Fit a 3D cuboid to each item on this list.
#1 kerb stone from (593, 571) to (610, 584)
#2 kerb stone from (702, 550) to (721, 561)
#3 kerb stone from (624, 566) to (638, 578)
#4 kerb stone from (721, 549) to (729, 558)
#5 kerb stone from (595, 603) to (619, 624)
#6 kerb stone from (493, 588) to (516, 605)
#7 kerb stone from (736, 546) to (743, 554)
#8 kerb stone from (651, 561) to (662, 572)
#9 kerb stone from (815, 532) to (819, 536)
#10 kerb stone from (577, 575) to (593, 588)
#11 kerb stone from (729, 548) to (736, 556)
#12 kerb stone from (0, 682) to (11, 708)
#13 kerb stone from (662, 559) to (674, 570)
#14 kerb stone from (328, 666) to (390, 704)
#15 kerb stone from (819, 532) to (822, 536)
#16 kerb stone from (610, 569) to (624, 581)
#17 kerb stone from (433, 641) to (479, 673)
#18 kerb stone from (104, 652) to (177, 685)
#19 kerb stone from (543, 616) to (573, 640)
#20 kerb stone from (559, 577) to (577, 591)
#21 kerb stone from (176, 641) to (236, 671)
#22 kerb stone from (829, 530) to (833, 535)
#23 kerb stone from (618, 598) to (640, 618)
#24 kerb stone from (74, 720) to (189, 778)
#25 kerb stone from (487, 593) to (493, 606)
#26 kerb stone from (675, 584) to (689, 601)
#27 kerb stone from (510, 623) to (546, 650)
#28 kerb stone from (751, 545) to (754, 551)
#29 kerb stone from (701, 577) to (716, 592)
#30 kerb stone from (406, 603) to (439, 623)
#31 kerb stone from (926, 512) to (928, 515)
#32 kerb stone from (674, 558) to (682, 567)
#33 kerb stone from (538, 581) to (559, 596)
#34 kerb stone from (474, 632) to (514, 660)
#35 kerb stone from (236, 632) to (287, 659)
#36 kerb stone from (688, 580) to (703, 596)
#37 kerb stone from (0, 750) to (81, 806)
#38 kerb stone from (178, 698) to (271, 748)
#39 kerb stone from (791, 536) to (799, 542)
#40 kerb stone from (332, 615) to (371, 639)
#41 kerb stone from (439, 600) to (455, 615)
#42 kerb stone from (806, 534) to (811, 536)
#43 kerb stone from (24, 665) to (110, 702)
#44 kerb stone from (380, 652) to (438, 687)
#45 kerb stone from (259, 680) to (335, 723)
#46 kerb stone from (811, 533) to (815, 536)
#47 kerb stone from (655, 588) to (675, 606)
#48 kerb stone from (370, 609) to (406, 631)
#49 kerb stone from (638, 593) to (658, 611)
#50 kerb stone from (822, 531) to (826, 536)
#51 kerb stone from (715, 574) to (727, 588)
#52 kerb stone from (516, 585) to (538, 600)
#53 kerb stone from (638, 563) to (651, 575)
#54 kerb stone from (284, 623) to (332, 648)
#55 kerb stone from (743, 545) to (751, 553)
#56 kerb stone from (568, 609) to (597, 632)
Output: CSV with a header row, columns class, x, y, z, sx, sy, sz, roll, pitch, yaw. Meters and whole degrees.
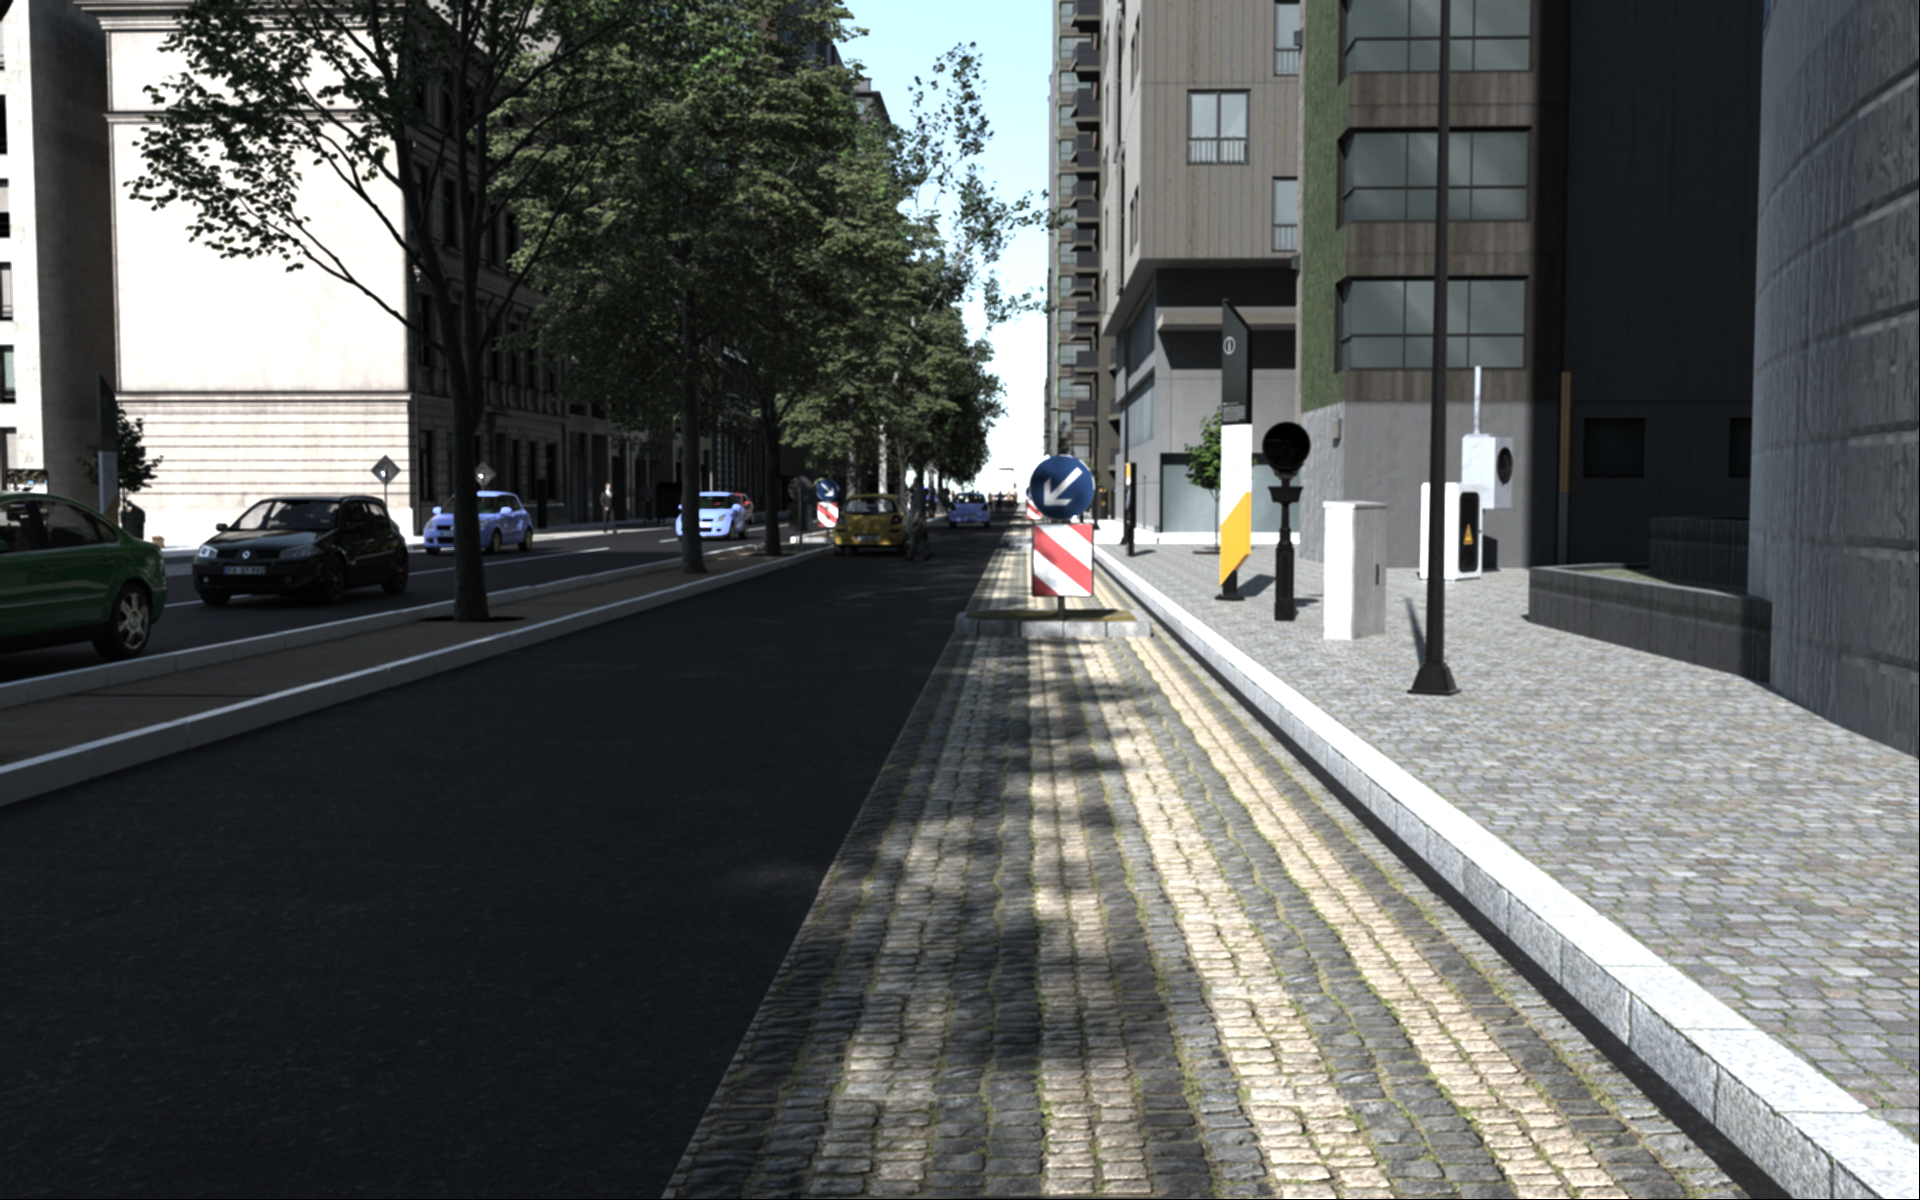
class,x,y,z,sx,sy,sz,roll,pitch,yaw
kerb stone,-5.823,-0.329,27.695,0.120,0.150,1.000,0,4,2
kerb stone,-5.446,-0.961,37.956,0.120,0.150,1.000,0,4,2
kerb stone,-5.747,-0.460,29.752,0.120,0.150,1.000,0,4,2
kerb stone,-5.400,-1.026,38.977,0.120,0.150,1.000,0,4,2
kerb stone,-4.033,0.167,19.461,0.120,0.150,1.000,0,4,2
kerb stone,-6.023,-0.023,22.576,0.120,0.150,1.000,0,4,2
kerb stone,-5.331,-1.152,41.028,0.120,0.150,1.000,0,4,2
kerb stone,-5.676,-0.587,31.800,0.120,0.150,1.000,0,4,2
kerb stone,-4.766,-2.058,55.908,0.120,0.150,1.000,0,4,2
kerb stone,-5.870,-0.274,26.671,0.120,0.150,1.000,0,4,2
kerb stone,-5.370,-1.089,39.999,0.120,0.150,1.000,0,4,2
kerb stone,-6.437,0.666,11.313,0.120,0.150,1.000,0,4,2
kerb stone,-5.631,-0.650,32.826,0.120,0.150,1.000,0,4,2
kerb stone,-4.307,0.608,12.298,0.120,0.150,1.000,0,4,2
kerb stone,-4.727,-2.124,56.929,0.120,0.150,1.000,0,4,2
kerb stone,-5.789,-0.398,28.716,0.120,0.150,1.000,0,4,2
kerb stone,-4.223,0.480,14.345,0.120,0.150,1.000,0,4,2
kerb stone,-6.368,0.540,13.373,0.120,0.150,1.000,0,4,2
kerb stone,-4.108,0.295,17.414,0.120,0.150,1.000,0,4,2
kerb stone,-5.899,-0.206,25.650,0.120,0.150,1.000,0,4,2
kerb stone,-6.324,0.479,14.395,0.120,0.150,1.000,0,4,2
kerb stone,-4.607,-2.312,59.996,0.120,0.150,1.000,0,4,2
kerb stone,-3.989,0.104,20.491,0.120,0.150,1.000,0,4,2
kerb stone,-4.423,0.793,9.230,0.120,0.150,1.000,0,4,2
kerb stone,-6.053,0.040,21.547,0.120,0.150,1.000,0,4,2
kerb stone,-3.879,-0.077,23.574,0.120,0.150,1.000,0,4,2
kerb stone,-4.143,0.358,16.392,0.120,0.150,1.000,0,4,2
kerb stone,-5.246,-1.278,43.089,0.120,0.150,1.000,0,4,2
kerb stone,-3.800,-0.209,25.617,0.120,0.150,1.000,0,4,2
kerb stone,-6.128,0.168,19.502,0.120,0.150,1.000,0,4,2
kerb stone,-2.183,-6.259,124.558,0.120,0.150,1.000,0,4,2
kerb stone,-5.593,-0.713,33.853,0.120,0.150,1.000,0,4,2
kerb stone,-5.938,-0.134,24.622,0.120,0.150,1.000,0,4,2
kerb stone,-4.191,0.417,15.371,0.120,0.150,1.000,0,4,2
kerb stone,-6.289,0.419,15.417,0.120,0.150,1.000,0,4,2
kerb stone,-3.842,-0.146,24.596,0.120,0.150,1.000,0,4,2
kerb stone,-4.455,0.856,8.207,0.120,0.150,1.000,0,4,2
kerb stone,-4.376,0.730,10.254,0.120,0.150,1.000,0,4,2
kerb stone,-4.930,-1.811,51.806,0.120,0.150,1.000,0,4,2
kerb stone,-6.209,0.290,17.459,0.120,0.150,1.000,0,4,2
kerb stone,-6.092,0.102,20.526,0.120,0.150,1.000,0,4,2
kerb stone,-4.840,-1.937,53.865,0.120,0.150,1.000,0,4,2
kerb stone,-6.403,0.603,12.340,0.120,0.150,1.000,0,4,2
kerb stone,-4.262,0.543,13.324,0.120,0.150,1.000,0,4,2
kerb stone,-4.344,0.668,11.276,0.120,0.150,1.000,0,4,2
kerb stone,-4.808,-1.999,54.887,0.120,0.150,1.000,0,4,2
kerb stone,-3.910,-0.021,22.547,0.120,0.150,1.000,0,4,2
kerb stone,-6.178,0.227,18.481,0.120,0.150,1.000,0,4,2
kerb stone,-3.952,0.046,21.520,0.120,0.150,1.000,0,4,2
kerb stone,-4.688,-2.187,57.950,0.120,0.150,1.000,0,4,2
kerb stone,-3.768,-0.272,26.639,0.120,0.150,1.000,0,4,2
kerb stone,-5.980,-0.086,23.597,0.120,0.150,1.000,0,4,2
kerb stone,-5.709,-0.523,30.773,0.120,0.150,1.000,0,4,2
kerb stone,-6.241,0.352,16.438,0.120,0.150,1.000,0,4,2
kerb stone,-5.283,-1.215,42.059,0.120,0.150,1.000,0,4,2
kerb stone,-4.072,0.230,18.436,0.120,0.150,1.000,0,4,2
